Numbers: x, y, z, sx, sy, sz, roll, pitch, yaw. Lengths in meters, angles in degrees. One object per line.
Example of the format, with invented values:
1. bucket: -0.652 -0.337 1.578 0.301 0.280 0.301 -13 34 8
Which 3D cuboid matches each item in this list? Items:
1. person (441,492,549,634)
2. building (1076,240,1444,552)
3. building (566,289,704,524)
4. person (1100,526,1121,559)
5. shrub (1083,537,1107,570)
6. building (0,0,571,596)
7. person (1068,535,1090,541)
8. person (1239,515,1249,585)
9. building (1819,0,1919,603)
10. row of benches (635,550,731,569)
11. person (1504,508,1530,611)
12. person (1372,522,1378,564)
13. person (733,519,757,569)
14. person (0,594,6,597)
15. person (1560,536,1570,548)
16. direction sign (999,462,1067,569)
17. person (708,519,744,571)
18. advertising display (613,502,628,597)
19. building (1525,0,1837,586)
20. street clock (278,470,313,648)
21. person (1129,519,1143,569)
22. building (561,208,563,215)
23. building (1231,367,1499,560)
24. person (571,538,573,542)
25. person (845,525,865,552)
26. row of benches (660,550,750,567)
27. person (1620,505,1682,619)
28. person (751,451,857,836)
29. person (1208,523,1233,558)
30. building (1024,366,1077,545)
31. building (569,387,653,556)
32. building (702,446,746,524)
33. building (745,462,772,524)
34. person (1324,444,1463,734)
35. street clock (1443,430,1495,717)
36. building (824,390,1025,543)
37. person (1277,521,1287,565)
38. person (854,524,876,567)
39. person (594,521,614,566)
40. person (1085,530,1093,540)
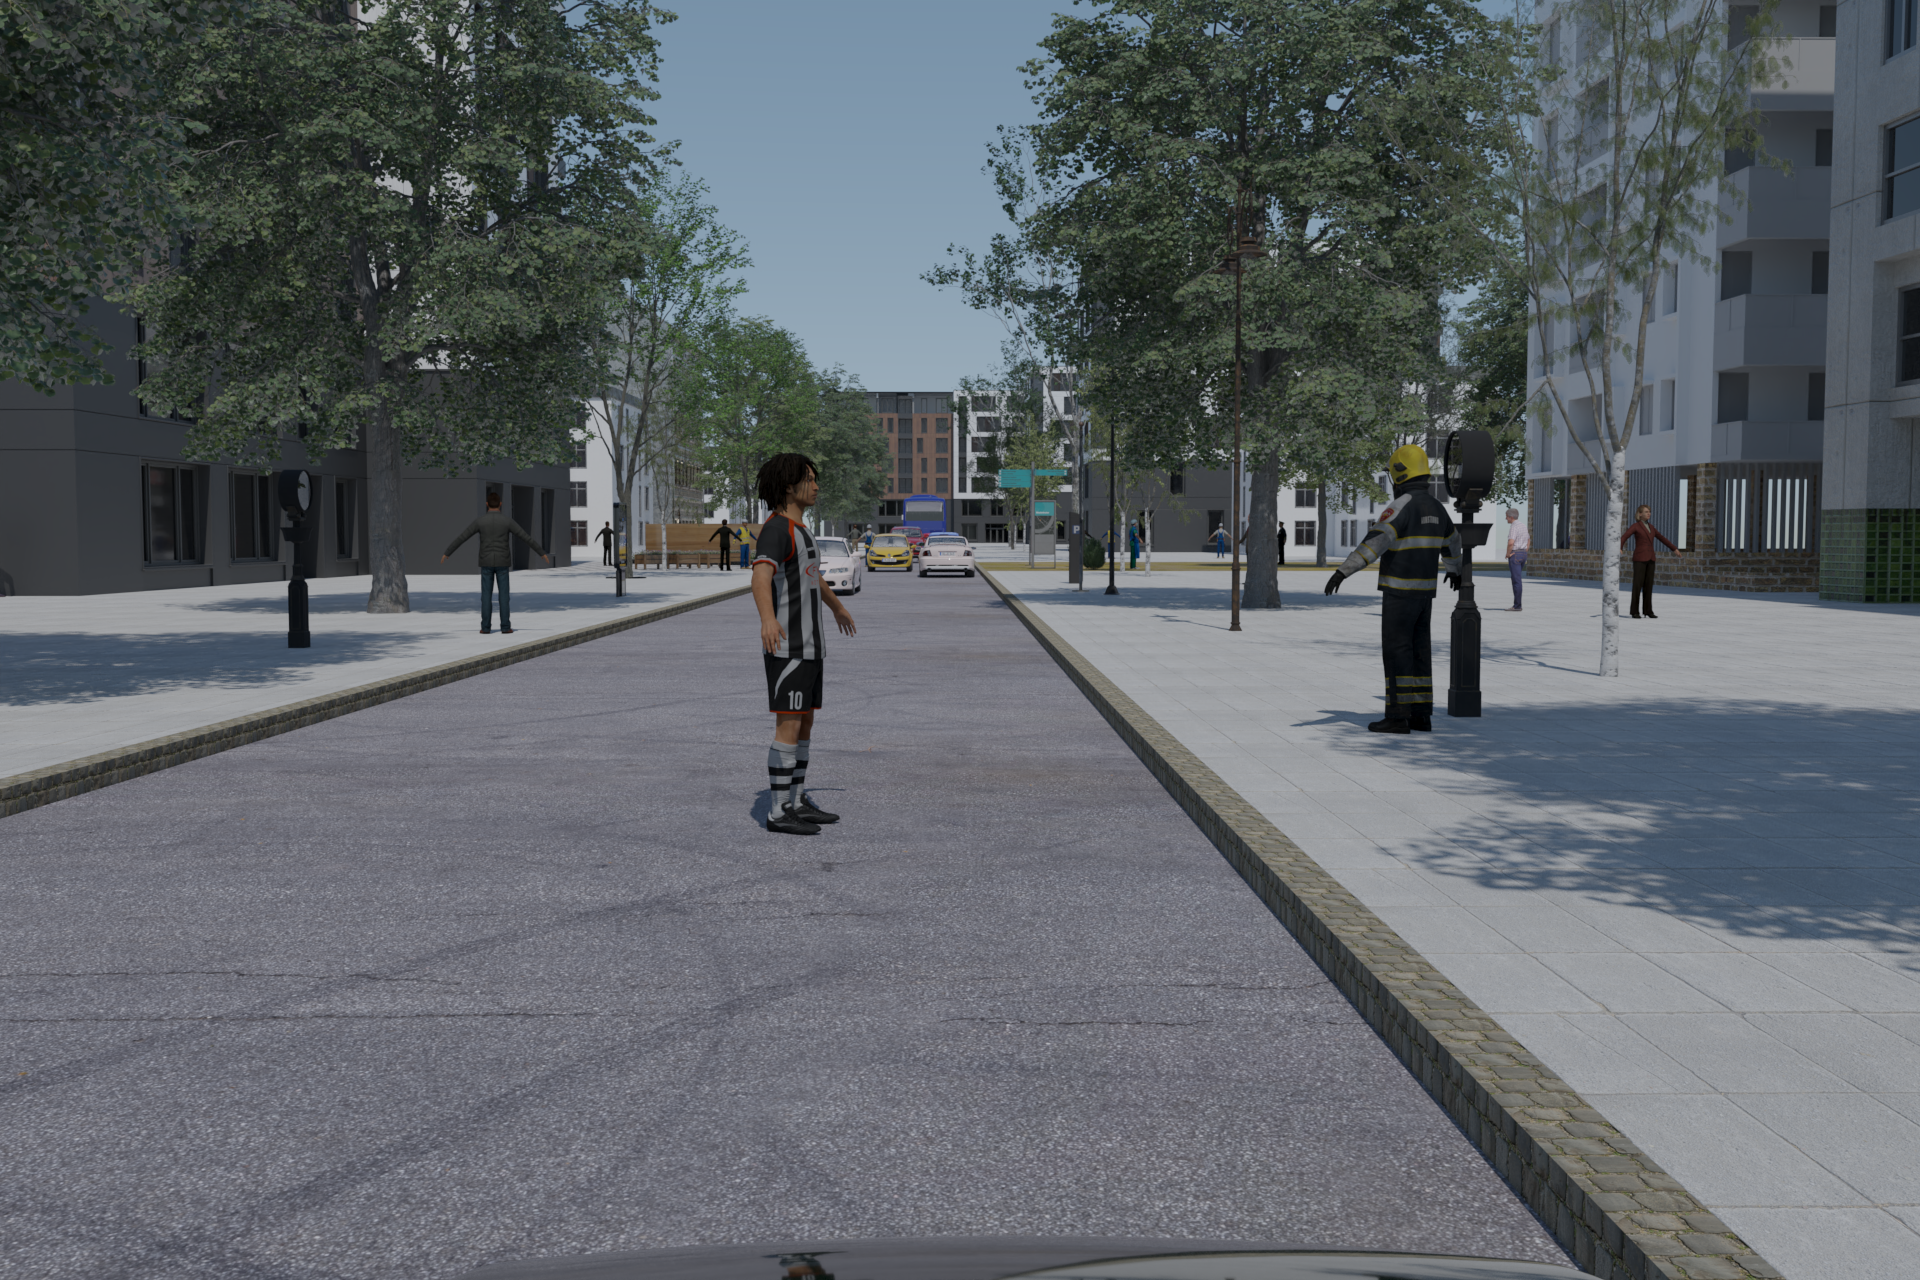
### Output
1. person: -5.979 -0.991 22.270 1.348 1.821 0.705 -1 4 -12
2. building: 22.935 -17.906 136.739 27.936 21.610 32.646 0 4 -1
3. building: -30.805 -18.737 137.274 19.493 23.208 18.063 0 4 -1
4. person: 7.854 -5.094 89.755 1.216 1.772 0.721 1 4 15
5. shrub: 4.783 -3.111 61.982 1.383 1.207 1.383 0 3 0
6. building: -28.964 -12.673 51.177 27.936 21.610 32.646 0 4 -1
7. person: 6.540 -5.493 95.596 1.354 1.856 0.705 2 4 30
8. person: 7.345 -2.297 43.732 0.705 1.807 1.348 -1 4 -18
9. building: 25.101 -9.231 17.377 16.747 18.905 31.486 0 4 0
10. row of benches: -10.202 -2.990 64.348 1.422 0.672 4.104 3 5 44
11. person: 9.180 -1.331 28.742 0.756 1.711 0.436 -3 5 -41
12. person: 17.811 -4.169 74.348 0.705 1.806 1.347 1 4 16
13. person: -7.855 -3.509 63.334 0.705 1.833 1.349 3 4 38
14. person: -19.624 -1.736 34.879 0.568 1.767 0.683 2 4 28
15. person: 20.968 -3.072 59.503 0.697 1.427 0.421 1 4 11
16. direction sign: 2.710 -4.563 63.371 2.525 3.948 1.411 0 4 -2
17. person: -8.164 -3.307 60.250 1.347 1.806 0.705 1 4 13
18. advertising display: -6.965 -1.854 35.535 0.123 1.923 0.974 0 4 -1
19. building: 22.194 -11.861 50.341 16.016 20.090 11.380 0 4 -1
20. street clock: -7.457 -0.912 19.489 0.358 2.002 0.471 0 3 0
21. person: 6.401 -3.506 63.454 0.704 1.817 1.347 -1 4 -13
22. building: -27.024 -13.944 84.399 16.016 20.090 11.380 0 4 0
23. building: 22.440 -9.687 100.536 9.099 9.664 28.070 0 4 0
24. person: -19.419 -4.804 84.681 0.705 1.813 1.348 2 4 26
25. person: -5.920 -5.582 97.529 1.348 1.796 0.705 -2 4 -25
26. row of benches: -9.986 -3.225 68.200 4.104 0.672 1.422 -3 5 -41
27. person: 10.407 -1.188 26.234 1.215 1.729 0.721 -1 4 -20
28. person: -0.781 0.013 8.388 0.704 1.843 1.345 1 4 11
29. person: 13.748 -5.226 91.300 1.347 1.847 0.705 1 4 10
30. building: 22.222 -23.405 226.646 27.936 21.610 32.646 0 4 -1
31. building: -24.385 -10.428 112.639 9.099 9.664 28.070 0 4 -1
32. building: -26.621 -14.511 179.406 9.099 9.664 28.070 0 4 -1
33. building: -26.713 -16.321 208.987 9.099 9.664 28.070 0 3 0
34. person: 2.880 -0.334 11.223 1.351 1.858 0.704 -3 4 -39
35. street clock: 3.557 -0.464 12.157 0.358 2.002 0.471 0 4 0
36. building: -3.395 -25.117 257.098 32.646 21.610 27.936 0 4 -1
37. person: 13.369 -4.054 72.214 0.705 1.837 1.347 -1 4 -12
38. person: -3.932 -4.088 75.154 1.347 1.847 0.705 0 4 5
39. person: -14.125 -3.869 69.482 1.346 1.802 0.704 1 4 21
40. person: 6.584 -5.334 93.353 1.346 1.812 0.704 -1 4 -14
